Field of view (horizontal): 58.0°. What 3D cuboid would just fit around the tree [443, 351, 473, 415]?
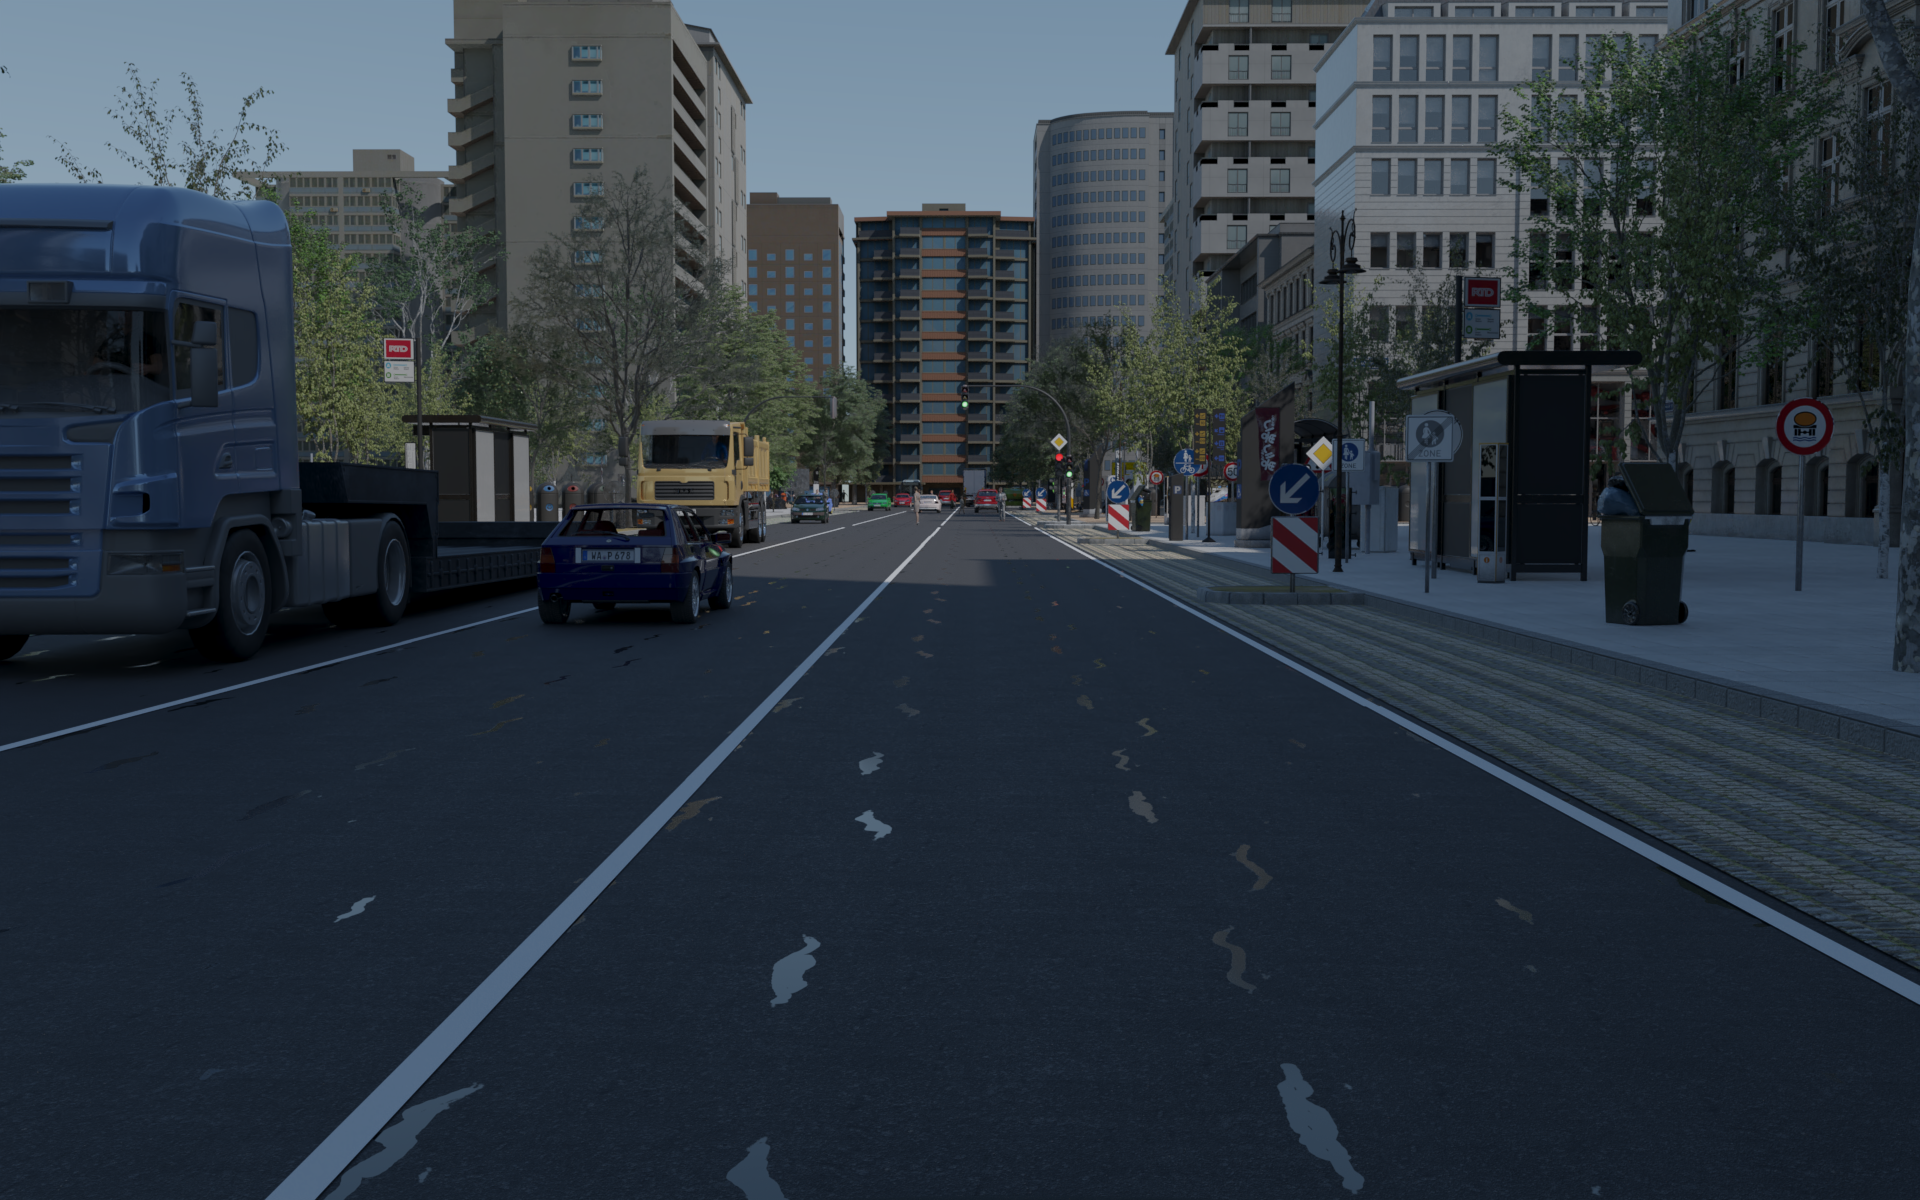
[{"bbox_3d":[-25.404,-8.095,82.723,4.737,8.622,4.395,0,3,0],"label":"tree"}]

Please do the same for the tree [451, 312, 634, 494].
[{"bbox_3d":[-22.320,-9.480,89.416,8.767,10.594,7.601,0,4,4],"label":"tree"}]

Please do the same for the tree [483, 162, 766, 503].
[{"bbox_3d":[-12.447,-9.431,64.574,12.009,13.543,11.850,0,3,0],"label":"tree"}]

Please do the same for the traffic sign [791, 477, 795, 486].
[{"bbox_3d":[-12.285,-7.945,130.004,0.768,2.556,0.104,0,4,2],"label":"traffic sign"}]

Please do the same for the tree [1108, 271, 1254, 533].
[{"bbox_3d":[7.383,-6.485,56.386,4.737,8.622,4.395,0,3,0],"label":"tree"}]

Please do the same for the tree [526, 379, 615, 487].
[{"bbox_3d":[-24.018,-9.669,108.455,4.360,8.622,3.978,0,3,0],"label":"tree"}]

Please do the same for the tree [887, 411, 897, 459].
[{"bbox_3d":[-12.166,-17.819,197.994,9.857,13.997,8.962,0,3,0],"label":"tree"}]

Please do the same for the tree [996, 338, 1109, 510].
[{"bbox_3d":[7.997,-14.371,141.622,9.857,13.997,8.962,0,3,0],"label":"tree"}]

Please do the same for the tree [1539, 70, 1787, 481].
[{"bbox_3d":[12.668,-4.930,30.962,4.737,8.622,4.395,0,3,0],"label":"tree"}]

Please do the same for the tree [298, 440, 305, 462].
[{"bbox_3d":[-61.939,-11.174,145.595,20.602,7.101,11.467,1,4,17],"label":"tree"}]

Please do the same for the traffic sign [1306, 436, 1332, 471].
[{"bbox_3d":[8.263,-2.423,39.342,0.795,2.593,0.064,0,4,3],"label":"traffic sign"}]

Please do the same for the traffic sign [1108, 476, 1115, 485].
[{"bbox_3d":[8.451,-5.710,95.490,0.606,2.300,0.079,0,4,8],"label":"traffic sign"}]

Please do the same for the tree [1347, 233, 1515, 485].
[{"bbox_3d":[13.200,-6.003,48.507,4.360,8.622,3.978,0,3,0],"label":"tree"}]

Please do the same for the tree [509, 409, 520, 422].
[{"bbox_3d":[-38.797,-12.410,153.266,4.360,8.622,3.978,0,3,0],"label":"tree"}]

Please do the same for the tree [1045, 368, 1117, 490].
[{"bbox_3d":[6.966,-9.040,98.160,4.360,8.622,3.978,0,3,0],"label":"tree"}]

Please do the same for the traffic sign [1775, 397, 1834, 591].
[{"bbox_3d":[11.106,-1.392,22.865,0.768,2.556,0.104,0,4,1],"label":"traffic sign"}]

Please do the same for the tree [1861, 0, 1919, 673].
[{"bbox_3d":[8.078,-9.606,12.947,12.611,20.169,13.585,0,3,0],"label":"tree"}]

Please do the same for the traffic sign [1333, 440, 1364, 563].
[{"bbox_3d":[7.197,-1.837,32.168,0.606,2.300,0.079,0,4,1],"label":"traffic sign"}]

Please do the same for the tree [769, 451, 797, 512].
[{"bbox_3d":[-13.108,-8.454,121.929,4.285,4.588,4.351,0,3,0],"label":"tree"}]

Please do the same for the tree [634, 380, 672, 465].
[{"bbox_3d":[-24.781,-12.100,132.247,8.767,10.594,7.601,3,4,37],"label":"tree"}]

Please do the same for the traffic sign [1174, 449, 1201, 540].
[{"bbox_3d":[6.384,-2.971,48.685,0.768,2.556,0.104,0,4,6],"label":"traffic sign"}]

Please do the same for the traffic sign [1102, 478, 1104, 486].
[{"bbox_3d":[10.122,-7.713,126.216,0.768,2.556,0.104,0,4,2],"label":"traffic sign"}]

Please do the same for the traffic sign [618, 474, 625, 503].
[{"bbox_3d":[-16.969,-5.211,87.326,0.606,2.300,0.079,1,4,9],"label":"traffic sign"}]

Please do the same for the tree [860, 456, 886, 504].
[{"bbox_3d":[-11.719,-16.525,220.551,4.360,8.622,3.978,0,3,0],"label":"tree"}]

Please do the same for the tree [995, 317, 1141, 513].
[{"bbox_3d":[7.699,-12.796,119.583,12.009,13.543,11.850,0,3,0],"label":"tree"}]

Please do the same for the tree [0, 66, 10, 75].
[{"bbox_3d":[-12.875,-4.223,19.414,4.737,8.622,4.395,0,3,0],"label":"tree"}]

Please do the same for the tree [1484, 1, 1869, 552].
[{"bbox_3d":[15.693,-6.879,38.228,9.928,11.665,9.643,0,3,0],"label":"tree"}]

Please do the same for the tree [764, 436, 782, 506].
[{"bbox_3d":[-15.484,-11.301,135.139,4.737,8.622,4.395,0,3,0],"label":"tree"}]

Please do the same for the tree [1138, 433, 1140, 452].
[{"bbox_3d":[16.784,-12.061,147.559,4.360,8.622,3.978,0,3,0],"label":"tree"}]

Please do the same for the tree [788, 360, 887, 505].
[{"bbox_3d":[-12.221,-15.869,166.116,9.857,13.997,8.962,0,3,0],"label":"tree"}]

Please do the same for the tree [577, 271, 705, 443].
[{"bbox_3d":[-27.191,-17.784,146.660,12.611,20.169,13.585,0,3,0],"label":"tree"}]

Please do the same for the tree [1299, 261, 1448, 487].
[{"bbox_3d":[12.544,-6.363,54.393,4.737,8.622,4.395,0,3,0],"label":"tree"}]

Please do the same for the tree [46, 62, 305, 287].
[{"bbox_3d":[-13.076,-4.844,29.563,4.360,8.622,3.978,0,3,0],"label":"tree"}]

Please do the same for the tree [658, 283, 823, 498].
[{"bbox_3d":[-12.630,-10.737,93.683,7.486,12.596,7.792,0,3,0],"label":"tree"}]

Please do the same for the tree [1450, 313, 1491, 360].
[{"bbox_3d":[18.380,-7.131,66.952,4.737,8.622,4.395,0,3,0],"label":"tree"}]

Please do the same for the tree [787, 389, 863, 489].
[{"bbox_3d":[-12.331,-13.487,154.920,7.601,10.594,8.767,-1,4,-23],"label":"tree"}]

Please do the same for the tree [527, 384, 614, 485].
[{"bbox_3d":[-23.925,-9.285,102.178,4.737,8.622,4.395,0,3,0],"label":"tree"}]

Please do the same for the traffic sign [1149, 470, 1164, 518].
[{"bbox_3d":[10.504,-5.658,92.606,0.768,2.556,0.104,0,4,3],"label":"traffic sign"}]

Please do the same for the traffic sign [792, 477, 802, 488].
[{"bbox_3d":[-12.061,-7.834,128.196,0.768,2.556,0.104,0,4,5],"label":"traffic sign"}]

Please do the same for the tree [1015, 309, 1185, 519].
[{"bbox_3d":[7.011,-9.406,88.193,8.767,10.594,7.601,0,4,-2],"label":"tree"}]

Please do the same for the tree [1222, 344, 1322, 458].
[{"bbox_3d":[15.622,-8.257,85.366,4.360,8.622,3.978,0,3,0],"label":"tree"}]

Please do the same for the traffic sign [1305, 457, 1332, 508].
[{"bbox_3d":[8.966,-2.660,43.493,0.884,2.594,0.081,0,4,8],"label":"traffic sign"}]

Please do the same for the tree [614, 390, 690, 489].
[{"bbox_3d":[-21.278,-10.135,116.070,4.737,8.622,4.395,0,3,0],"label":"tree"}]

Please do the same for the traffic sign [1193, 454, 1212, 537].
[{"bbox_3d":[7.066,-3.134,51.350,0.768,2.556,0.104,0,4,5],"label":"traffic sign"}]

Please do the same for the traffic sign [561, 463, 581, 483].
[{"bbox_3d":[-16.211,-4.414,72.167,0.884,2.594,0.081,0,4,7],"label":"traffic sign"}]

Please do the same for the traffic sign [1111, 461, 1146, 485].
[{"bbox_3d":[10.581,-6.988,108.124,2.265,3.308,0.079,1,4,9],"label":"traffic sign"}]

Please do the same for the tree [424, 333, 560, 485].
[{"bbox_3d":[-32.275,-12.448,120.525,9.611,12.733,9.660,0,3,0],"label":"tree"}]

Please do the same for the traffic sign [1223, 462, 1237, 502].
[{"bbox_3d":[10.839,-4.203,68.825,0.768,2.556,0.104,0,4,5],"label":"traffic sign"}]

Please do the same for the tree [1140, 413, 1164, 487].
[{"bbox_3d":[17.937,-11.704,141.715,4.360,8.622,3.978,0,3,0],"label":"tree"}]

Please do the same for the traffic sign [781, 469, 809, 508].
[{"bbox_3d":[-13.211,-8.874,138.955,2.265,3.308,0.079,0,4,3],"label":"traffic sign"}]

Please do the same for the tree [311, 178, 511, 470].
[{"bbox_3d":[-34.193,-15.352,106.890,12.611,20.169,13.585,0,3,0],"label":"tree"}]

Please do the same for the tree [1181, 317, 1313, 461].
[{"bbox_3d":[16.562,-10.686,100.465,9.928,11.665,9.643,0,3,0],"label":"tree"}]

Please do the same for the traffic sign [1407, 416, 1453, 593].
[{"bbox_3d":[6.068,-1.242,22.441,0.606,2.300,0.079,0,4,6],"label":"traffic sign"}]

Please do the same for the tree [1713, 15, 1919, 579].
[{"bbox_3d":[13.792,-4.633,26.106,4.360,8.622,3.978,0,3,0],"label":"tree"}]

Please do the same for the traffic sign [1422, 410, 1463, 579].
[{"bbox_3d":[7.195,-1.597,26.219,0.768,2.556,0.104,0,4,3],"label":"traffic sign"}]

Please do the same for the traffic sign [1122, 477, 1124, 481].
[{"bbox_3d":[8.760,-5.851,95.659,0.884,2.594,0.081,1,4,9],"label":"traffic sign"}]

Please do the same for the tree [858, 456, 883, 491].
[{"bbox_3d":[-12.174,-17.037,228.915,4.737,8.622,4.395,0,3,0],"label":"tree"}]

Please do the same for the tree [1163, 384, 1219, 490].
[{"bbox_3d":[16.078,-9.769,110.079,4.360,8.622,3.978,0,3,0],"label":"tree"}]

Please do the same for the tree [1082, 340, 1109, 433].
[{"bbox_3d":[6.712,-6.970,64.328,4.737,8.622,4.395,0,3,0],"label":"tree"}]
